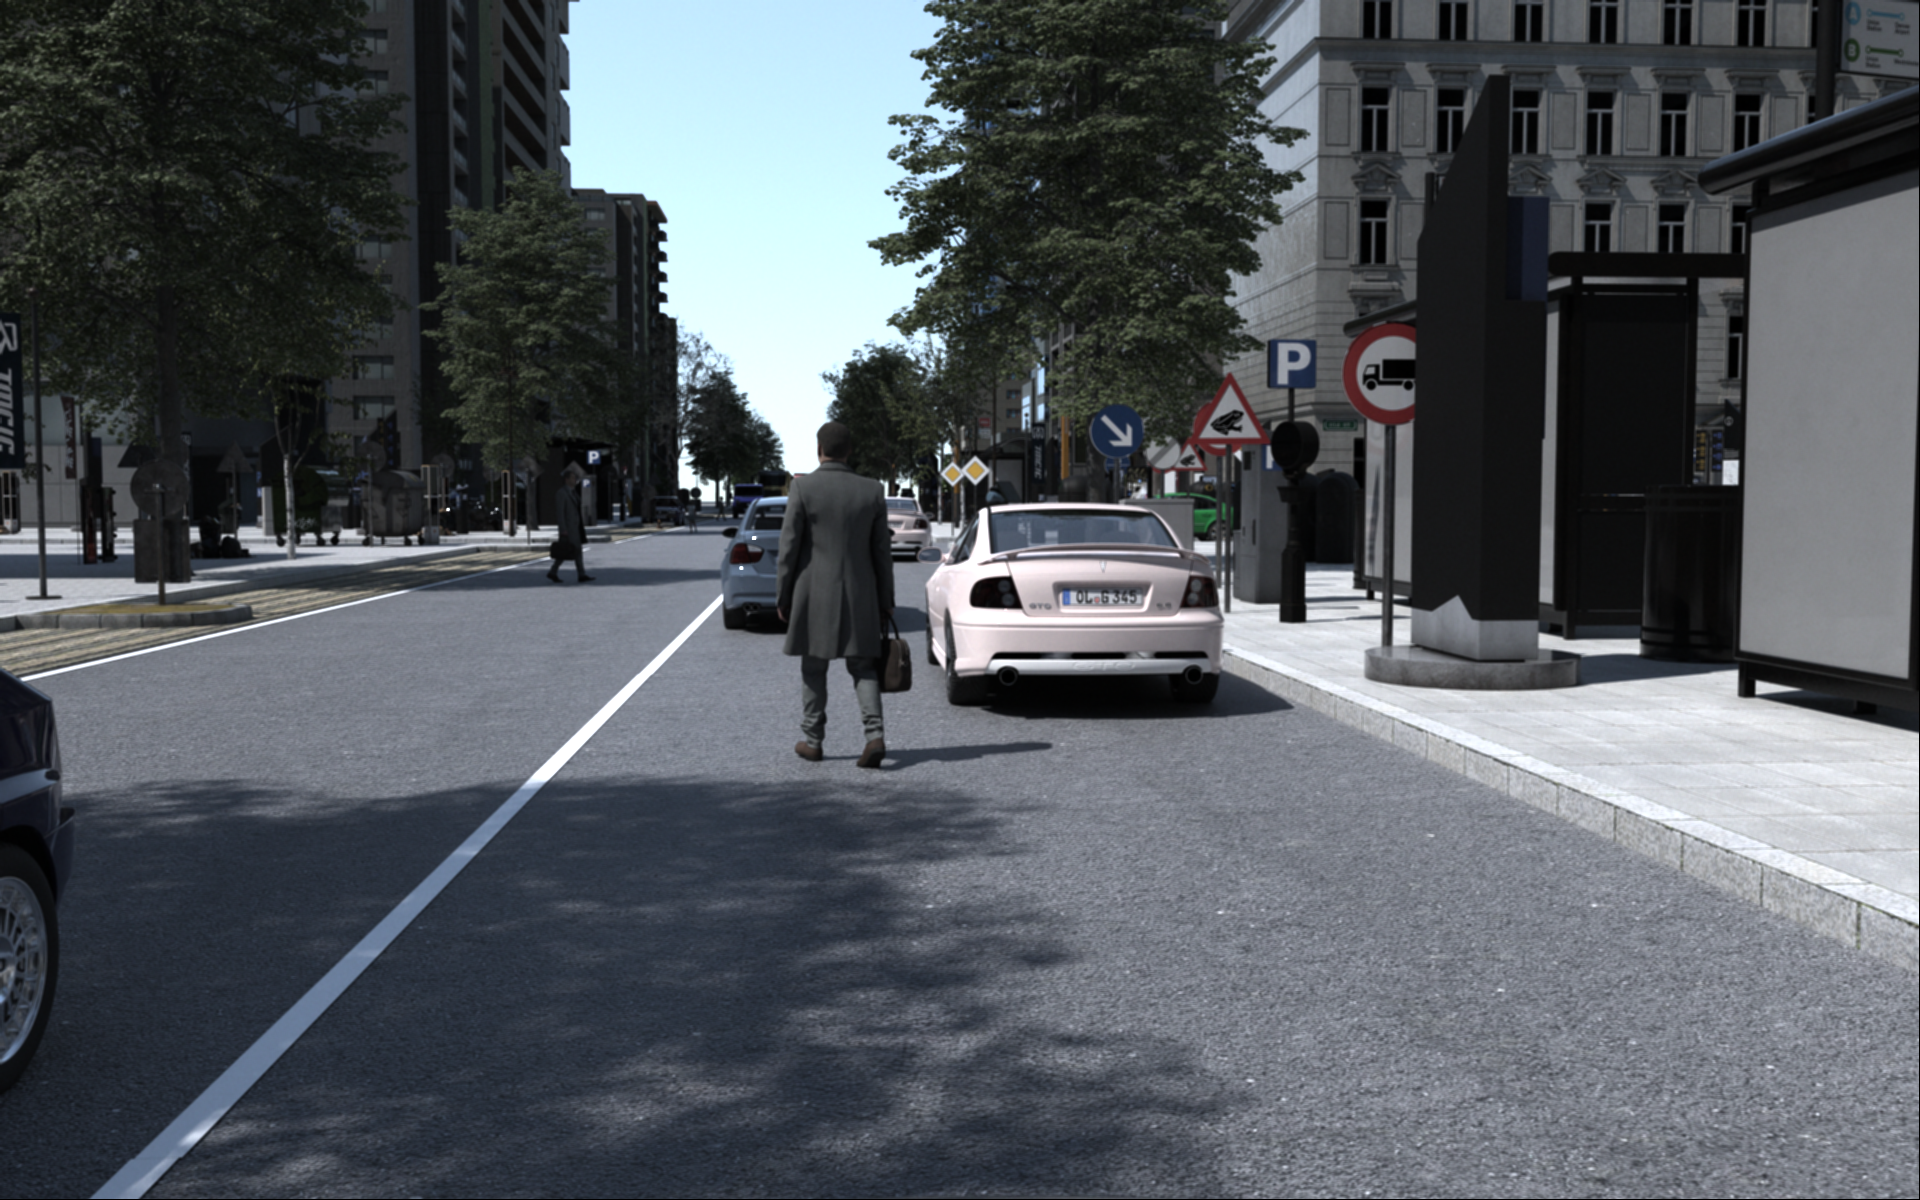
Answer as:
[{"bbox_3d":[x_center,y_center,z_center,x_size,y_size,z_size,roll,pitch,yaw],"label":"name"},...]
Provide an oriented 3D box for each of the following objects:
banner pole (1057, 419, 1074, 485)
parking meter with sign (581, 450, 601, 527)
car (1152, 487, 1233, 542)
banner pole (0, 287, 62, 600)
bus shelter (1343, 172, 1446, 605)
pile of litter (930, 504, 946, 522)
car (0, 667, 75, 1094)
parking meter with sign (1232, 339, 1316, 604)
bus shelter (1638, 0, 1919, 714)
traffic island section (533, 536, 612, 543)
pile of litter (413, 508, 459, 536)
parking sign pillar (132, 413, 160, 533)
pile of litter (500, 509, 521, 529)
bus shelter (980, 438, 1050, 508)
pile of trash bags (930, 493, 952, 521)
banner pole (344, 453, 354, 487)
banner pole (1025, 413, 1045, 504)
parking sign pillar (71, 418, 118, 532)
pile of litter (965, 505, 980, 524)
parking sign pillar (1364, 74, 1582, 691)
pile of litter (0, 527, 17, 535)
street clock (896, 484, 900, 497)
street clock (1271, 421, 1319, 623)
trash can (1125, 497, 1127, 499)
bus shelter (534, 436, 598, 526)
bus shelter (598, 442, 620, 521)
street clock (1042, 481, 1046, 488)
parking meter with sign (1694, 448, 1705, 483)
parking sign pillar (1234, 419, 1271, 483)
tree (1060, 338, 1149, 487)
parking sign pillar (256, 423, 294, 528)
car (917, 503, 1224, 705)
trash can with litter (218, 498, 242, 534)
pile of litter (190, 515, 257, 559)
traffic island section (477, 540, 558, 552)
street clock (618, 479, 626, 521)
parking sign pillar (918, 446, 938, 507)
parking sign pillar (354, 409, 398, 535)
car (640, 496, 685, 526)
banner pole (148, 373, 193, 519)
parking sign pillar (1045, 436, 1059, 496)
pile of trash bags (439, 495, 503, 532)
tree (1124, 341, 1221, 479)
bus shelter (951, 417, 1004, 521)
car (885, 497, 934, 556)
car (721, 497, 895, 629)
[{"bbox_3d":[3.554,-4.149,57.851,0.863,3.779,0.401,-3,4,-38],"label":"banner pole"},{"bbox_3d":[-14.689,-4.414,68.435,0.543,3.016,1.738,0,4,5],"label":"parking meter with sign"},{"bbox_3d":[5.970,-2.516,49.930,4.718,1.807,1.959,0,4,-4],"label":"car"},{"bbox_3d":[-11.450,-1.899,21.066,0.863,3.779,0.401,0,4,-7],"label":"banner pole"},{"bbox_3d":[5.806,-2.553,19.366,2.179,5.291,8.768,0,4,-4],"label":"bus shelter"},{"bbox_3d":[-1.442,-4.052,80.214,1.719,0.858,1.176,1,4,15],"label":"pile of litter"},{"bbox_3d":[-3.061,0.600,2.772,1.945,1.354,3.894,0,4,-3],"label":"car"},{"bbox_3d":[3.630,-1.479,20.447,0.543,3.016,1.738,-1,4,-8],"label":"parking meter with sign"},{"bbox_3d":[5.830,-1.944,9.415,2.179,5.291,8.768,0,4,-5],"label":"bus shelter"},{"bbox_3d":[-11.558,-1.808,51.843,2.009,0.180,2.903,0,4,-4],"label":"traffic island section"},{"bbox_3d":[-16.217,-2.416,53.474,1.176,0.858,1.719,-3,5,-40],"label":"pile of litter"},{"bbox_3d":[-27.014,-4.256,58.052,1.447,3.967,1.447,-2,4,-30],"label":"parking sign pillar"},{"bbox_3d":[-16.952,-3.019,63.328,1.719,0.858,1.176,1,4,20],"label":"pile of litter"},{"bbox_3d":[2.010,-4.335,64.797,2.014,3.302,5.546,0,4,-5],"label":"bus shelter"},{"bbox_3d":[-0.957,-4.473,82.883,1.912,1.369,3.447,0,4,-1],"label":"pile of trash bags"},{"bbox_3d":[-37.185,-7.056,105.383,0.863,3.779,0.401,0,4,4],"label":"banner pole"},{"bbox_3d":[2.270,-3.885,53.538,0.863,3.779,0.401,-1,4,-19],"label":"banner pole"},{"bbox_3d":[-29.830,-4.348,59.554,1.447,3.967,1.447,-2,4,-32],"label":"parking sign pillar"},{"bbox_3d":[0.740,-3.626,73.244,1.176,0.858,1.719,-3,4,-37],"label":"pile of litter"},{"bbox_3d":[3.543,-1.432,11.891,1.447,3.967,1.447,0,4,-5],"label":"parking sign pillar"},{"bbox_3d":[-30.674,-2.497,54.798,1.719,0.858,1.176,0,4,0],"label":"pile of litter"},{"bbox_3d":[-4.412,-7.093,120.544,0.471,2.002,0.358,1,4,13],"label":"street clock"},{"bbox_3d":[3.328,-0.776,17.258,0.358,2.002,0.471,-2,4,-31],"label":"street clock"},{"bbox_3d":[8.373,-4.797,90.090,0.748,1.137,0.748,0,3,0],"label":"trash can"},{"bbox_3d":[-16.649,-4.983,72.748,1.731,3.624,6.357,0,4,-4],"label":"bus shelter"},{"bbox_3d":[-16.869,-5.412,79.776,1.731,3.624,6.357,0,4,-5],"label":"bus shelter"},{"bbox_3d":[3.683,-4.531,78.650,0.358,2.002,0.471,2,4,32],"label":"street clock"},{"bbox_3d":[28.159,-4.272,66.111,0.543,3.016,1.738,3,4,36],"label":"parking meter with sign"},{"bbox_3d":[10.621,-4.550,62.865,1.447,3.967,1.447,1,4,15],"label":"parking sign pillar"},{"bbox_3d":[6.396,-7.737,76.870,4.737,8.622,4.395,0,3,0],"label":"tree"},{"bbox_3d":[-26.011,-4.730,65.802,1.447,3.967,1.447,3,5,42],"label":"parking sign pillar"},{"bbox_3d":[0.739,-0.053,13.221,2.083,1.381,4.827,0,4,-4],"label":"car"},{"bbox_3d":[-23.444,-2.672,55.069,0.624,1.170,1.055,2,4,35],"label":"trash can with litter"},{"bbox_3d":[-15.051,-1.267,34.683,1.719,0.858,1.176,-1,4,-8],"label":"pile of litter"},{"bbox_3d":[-10.942,-1.321,43.881,2.009,0.180,2.903,0,4,-4],"label":"traffic island section"},{"bbox_3d":[-15.892,-4.700,81.420,0.358,2.002,0.471,0,4,3],"label":"street clock"},{"bbox_3d":[-1.659,-6.253,90.701,1.447,3.967,1.447,-2,4,-34],"label":"parking sign pillar"},{"bbox_3d":[-18.265,-4.036,54.463,1.447,3.967,1.447,1,4,20],"label":"parking sign pillar"},{"bbox_3d":[-13.338,-3.997,77.927,1.945,1.354,3.894,0,4,-5],"label":"car"},{"bbox_3d":[-16.518,-2.811,35.973,0.401,3.779,0.863,2,4,33],"label":"banner pole"},{"bbox_3d":[4.207,-5.683,81.382,1.447,3.967,1.447,-1,4,-23],"label":"parking sign pillar"},{"bbox_3d":[-17.071,-3.011,58.977,1.912,1.369,3.447,2,4,24],"label":"pile of trash bags"},{"bbox_3d":[8.592,-7.382,71.064,4.360,8.622,3.978,0,3,0],"label":"tree"},{"bbox_3d":[0.753,-6.729,87.648,2.179,5.291,8.768,0,4,-4],"label":"bus shelter"},{"bbox_3d":[-1.604,-1.602,38.552,2.083,1.381,4.827,0,4,-3],"label":"car"},{"bbox_3d":[-1.734,-0.473,19.743,2.014,1.417,4.499,0,4,-4],"label":"car"}]
